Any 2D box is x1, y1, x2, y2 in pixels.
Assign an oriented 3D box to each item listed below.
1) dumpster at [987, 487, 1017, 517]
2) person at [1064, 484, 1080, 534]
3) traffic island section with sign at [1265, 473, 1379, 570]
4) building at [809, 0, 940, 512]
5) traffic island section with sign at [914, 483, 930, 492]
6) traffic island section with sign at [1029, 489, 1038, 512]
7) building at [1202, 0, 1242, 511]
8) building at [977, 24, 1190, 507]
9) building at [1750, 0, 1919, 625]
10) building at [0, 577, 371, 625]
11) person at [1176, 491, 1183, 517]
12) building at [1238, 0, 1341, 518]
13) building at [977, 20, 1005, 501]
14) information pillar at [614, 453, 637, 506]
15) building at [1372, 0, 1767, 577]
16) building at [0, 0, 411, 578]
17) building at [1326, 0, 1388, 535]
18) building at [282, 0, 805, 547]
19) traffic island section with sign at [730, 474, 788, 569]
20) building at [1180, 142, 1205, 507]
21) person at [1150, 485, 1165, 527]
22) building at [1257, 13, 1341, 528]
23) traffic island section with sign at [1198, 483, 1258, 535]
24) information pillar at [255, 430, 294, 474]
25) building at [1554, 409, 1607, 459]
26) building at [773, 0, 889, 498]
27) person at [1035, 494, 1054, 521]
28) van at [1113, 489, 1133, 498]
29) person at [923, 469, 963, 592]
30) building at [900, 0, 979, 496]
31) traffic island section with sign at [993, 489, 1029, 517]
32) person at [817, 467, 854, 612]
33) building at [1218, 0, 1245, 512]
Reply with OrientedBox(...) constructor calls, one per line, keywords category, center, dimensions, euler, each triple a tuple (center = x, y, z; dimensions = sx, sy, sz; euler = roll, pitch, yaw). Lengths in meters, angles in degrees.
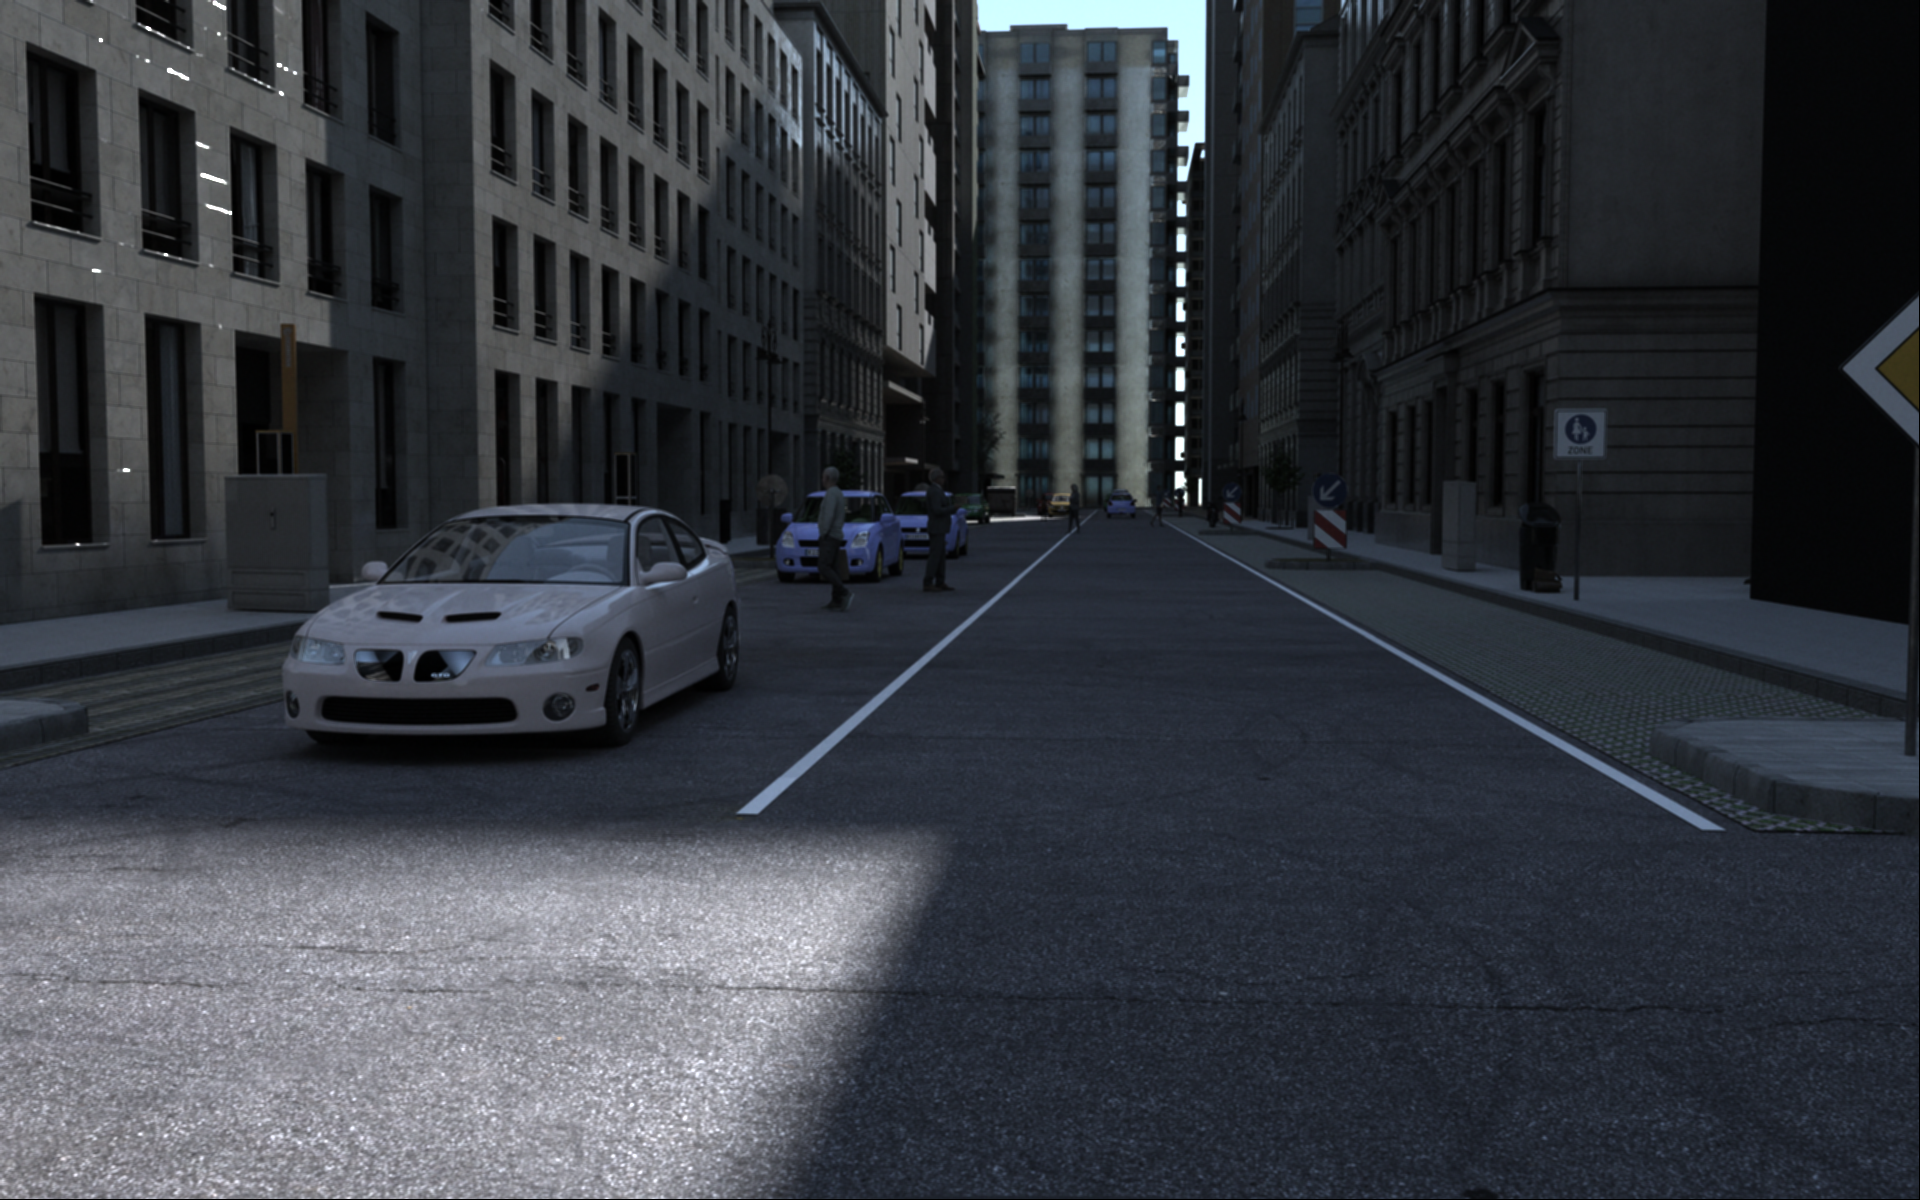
OrientedBox(category="dumpster", center=(2.556, -6.006, 106.406), dimensions=(1.865, 1.857, 1.264), euler=(0, 4, 6))
OrientedBox(category="person", center=(4.110, -3.309, 62.790), dimensions=(0.526, 1.800, 0.537), euler=(-1, 4, -22))
OrientedBox(category="traffic island section with sign", center=(6.923, -1.514, 33.384), dimensions=(1.989, 1.847, 2.006), euler=(0, 4, 5))
OrientedBox(category="building", center=(-15.815, -31.158, 98.677), dimensions=(28.713, 52.752, 27.495), euler=(0, 4, 5))
OrientedBox(category="traffic island section with sign", center=(-1.289, -3.207, 61.063), dimensions=(1.989, 1.847, 2.006), euler=(0, 4, 5))
OrientedBox(category="traffic island section with sign", center=(5.590, -7.892, 137.669), dimensions=(1.989, 1.847, 2.006), euler=(0, 4, 5))
OrientedBox(category="building", center=(30.617, -36.691, 141.892), dimensions=(21.231, 58.520, 28.212), euler=(0, 4, 5))
OrientedBox(category="building", center=(8.120, -34.253, 179.651), dimensions=(30.456, 49.044, 23.786), euler=(0, 4, 5))
OrientedBox(category="building", center=(17.004, -11.254, 13.688), dimensions=(15.834, 23.373, 12.332), euler=(0, 4, 5))
OrientedBox(category="building", center=(-14.352, -10.051, 19.083), dimensions=(10.420, 20.320, 16.860), euler=(0, 4, 5))
OrientedBox(category="person", center=(13.629, -5.958, 107.378), dimensions=(0.415, 1.643, 0.593), euler=(0, 4, 5))
OrientedBox(category="building", center=(22.206, -26.934, 90.484), dimensions=(14.600, 45.320, 14.200), euler=(0, 4, 5))
OrientedBox(category="building", center=(-11.203, -30.292, 149.894), dimensions=(28.867, 44.769, 22.147), euler=(0, 4, 5))
OrientedBox(category="information pillar", center=(-5.970, -1.619, 30.962), dimensions=(0.304, 2.012, 0.304), euler=(1, 4, 13))
OrientedBox(category="building", center=(14.681, -10.425, 35.069), dimensions=(10.561, 19.102, 19.286), euler=(0, 4, 5))
OrientedBox(category="building", center=(-12.057, -11.072, 35.774), dimensions=(10.420, 20.320, 16.860), euler=(0, 4, 5))
OrientedBox(category="building", center=(17.907, -13.787, 54.302), dimensions=(11.050, 23.489, 19.941), euler=(0, 4, 5))
OrientedBox(category="building", center=(-11.393, -12.101, 52.610), dimensions=(10.420, 20.320, 16.860), euler=(0, 4, 5))
OrientedBox(category="traffic island section with sign", center=(-3.735, -1.550, 33.975), dimensions=(1.989, 1.847, 2.006), euler=(0, 4, 5))
OrientedBox(category="building", center=(35.612, -29.957, 181.684), dimensions=(23.993, 40.220, 32.217), euler=(0, 4, 5))
OrientedBox(category="person", center=(8.733, -4.155, 76.453), dimensions=(0.654, 1.822, 0.581), euler=(1, 4, 21))
OrientedBox(category="building", center=(18.238, -13.732, 73.667), dimensions=(9.793, 20.994, 18.267), euler=(0, 4, 5))
OrientedBox(category="traffic island section with sign", center=(9.389, -3.191, 60.807), dimensions=(1.989, 1.847, 2.006), euler=(0, 4, 5))
OrientedBox(category="information pillar", center=(-7.927, -0.954, 20.090), dimensions=(0.304, 2.012, 0.304), euler=(1, 4, 9))
OrientedBox(category="building", center=(56.884, -22.978, 147.398), dimensions=(14.107, 30.474, 14.160), euler=(0, 4, 5))
OrientedBox(category="building", center=(-8.930, -13.550, 70.691), dimensions=(9.793, 20.994, 18.267), euler=(0, 4, 5))
OrientedBox(category="person", center=(4.448, -4.891, 91.735), dimensions=(1.065, 1.426, 0.557), euler=(-1, 4, -23))
OrientedBox(category="van", center=(14.249, -8.944, 153.250), dimensions=(2.013, 2.044, 4.112), euler=(0, 4, 7))
OrientedBox(category="person", center=(-0.257, -1.032, 25.545), dimensions=(0.590, 1.801, 0.661), euler=(0, 4, -7))
OrientedBox(category="building", center=(-6.286, -26.631, 119.010), dimensions=(14.154, 41.232, 14.086), euler=(0, 4, 5))
OrientedBox(category="traffic island section with sign", center=(3.184, -6.250, 110.821), dimensions=(1.989, 1.847, 2.006), euler=(0, 4, 5))
OrientedBox(category="person", center=(-1.528, -0.760, 21.417), dimensions=(0.515, 1.767, 0.782), euler=(0, 4, 6))
OrientedBox(category="building", center=(29.448, -30.156, 112.664), dimensions=(23.786, 49.044, 30.456), euler=(0, 4, 5))
